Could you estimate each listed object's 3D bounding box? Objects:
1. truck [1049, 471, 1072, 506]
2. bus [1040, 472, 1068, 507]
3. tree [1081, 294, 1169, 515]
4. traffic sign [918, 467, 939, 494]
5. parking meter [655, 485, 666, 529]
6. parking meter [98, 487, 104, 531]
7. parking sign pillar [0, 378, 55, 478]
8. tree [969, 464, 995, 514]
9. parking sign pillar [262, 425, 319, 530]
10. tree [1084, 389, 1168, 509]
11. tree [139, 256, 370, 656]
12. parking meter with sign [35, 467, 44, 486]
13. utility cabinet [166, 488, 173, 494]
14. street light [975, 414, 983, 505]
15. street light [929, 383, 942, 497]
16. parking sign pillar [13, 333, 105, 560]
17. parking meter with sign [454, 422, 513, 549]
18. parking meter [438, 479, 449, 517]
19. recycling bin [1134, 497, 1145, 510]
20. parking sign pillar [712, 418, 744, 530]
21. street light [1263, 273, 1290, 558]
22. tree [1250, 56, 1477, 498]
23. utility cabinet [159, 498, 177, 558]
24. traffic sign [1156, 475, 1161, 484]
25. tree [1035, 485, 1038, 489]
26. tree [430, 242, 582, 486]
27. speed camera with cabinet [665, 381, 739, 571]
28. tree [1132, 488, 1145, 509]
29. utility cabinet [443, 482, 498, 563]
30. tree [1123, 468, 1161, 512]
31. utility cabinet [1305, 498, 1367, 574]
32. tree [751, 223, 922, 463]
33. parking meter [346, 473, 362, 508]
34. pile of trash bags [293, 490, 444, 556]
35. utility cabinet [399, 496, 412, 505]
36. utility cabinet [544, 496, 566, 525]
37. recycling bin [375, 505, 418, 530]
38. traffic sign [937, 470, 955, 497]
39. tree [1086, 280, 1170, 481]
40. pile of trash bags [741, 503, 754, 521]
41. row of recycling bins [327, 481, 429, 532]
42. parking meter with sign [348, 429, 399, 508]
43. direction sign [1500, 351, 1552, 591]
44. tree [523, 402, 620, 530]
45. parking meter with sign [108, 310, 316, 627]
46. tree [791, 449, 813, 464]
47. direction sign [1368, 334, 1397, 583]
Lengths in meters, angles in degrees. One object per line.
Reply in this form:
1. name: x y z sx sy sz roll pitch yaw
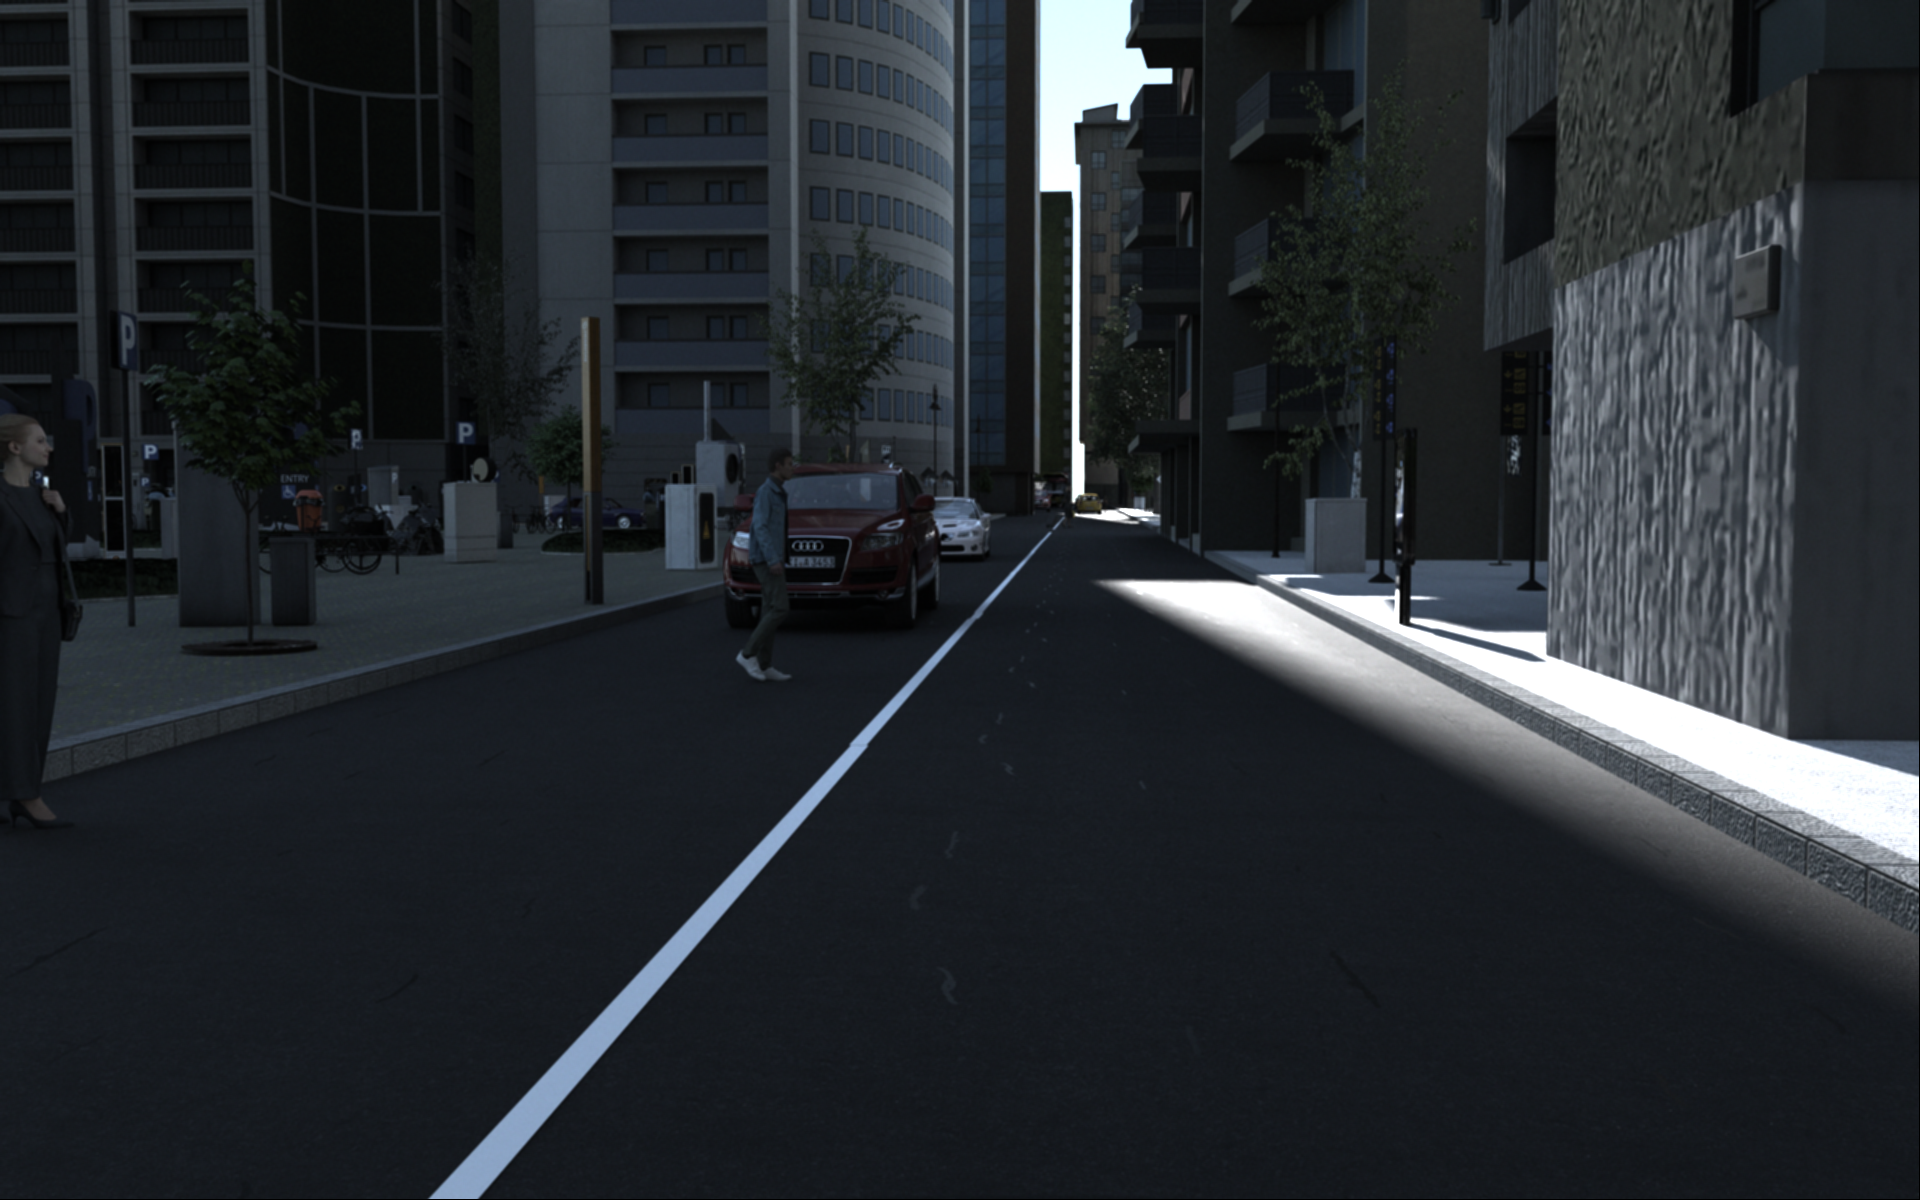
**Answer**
1. truck: 12.107 -13.501 209.653 2.839 4.237 11.283 0 4 6
2. bus: 10.771 -12.468 195.402 2.896 3.916 12.252 0 4 5
3. tree: 12.476 -12.331 108.270 9.857 13.997 8.962 0 3 0
4. traffic sign: -1.159 -3.678 63.785 0.795 2.450 0.064 0 4 4
5. parking meter: -8.192 -2.396 47.584 0.372 1.533 0.369 0 3 0
6. parking meter: -21.742 -2.147 43.521 0.372 1.533 0.369 0 3 0
7. parking sign pillar: -19.238 -2.817 34.523 1.447 3.967 1.447 0 4 1
8. tree: 1.643 -7.075 110.283 1.663 3.219 1.824 0 3 0
9. parking sign pillar: -16.885 -3.376 43.670 1.447 3.967 1.447 0 4 -4
10. tree: 14.246 -13.498 146.439 9.928 11.665 9.643 0 3 0
11. tree: -5.701 -1.197 14.178 1.663 3.219 1.824 0 3 0
12. parking meter with sign: -52.727 -6.328 99.724 0.543 3.016 1.738 1 4 20
13. utility cabinet: -29.619 -3.392 64.138 1.173 1.500 0.318 -1 4 -17
14. street light: 1.074 -7.751 99.510 0.468 5.910 1.993 0 4 4
15. street light: -1.029 -6.066 71.971 0.468 5.910 1.993 0 4 4
16. parking sign pillar: -15.218 -2.529 29.814 1.447 3.967 1.447 -1 4 -15
17. parking meter with sign: -11.310 -2.754 41.296 1.738 3.016 0.543 3 5 40
18. parking meter: -19.278 -3.609 64.717 0.399 1.863 0.255 -1 4 -11
19. recycling bin: 14.879 -8.002 143.387 0.722 1.027 0.722 2 4 33
20. parking sign pillar: -8.339 -4.512 62.241 1.447 3.967 1.447 2 4 31
21. street light: 6.393 -3.799 34.899 0.468 5.910 1.993 0 4 4
22. tree: 6.904 -4.878 30.110 4.737 8.622 4.395 0 3 0
23. utility cabinet: -13.780 -1.212 30.984 0.306 1.237 1.020 1 4 23
24. traffic sign: 8.435 -4.125 71.081 0.795 2.450 0.064 0 4 4
25. tree: 8.227 -12.955 206.419 1.663 3.219 1.824 0 3 0
26. tree: -13.602 -6.179 51.389 4.360 8.622 3.978 0 3 0
27. speed camera with cabinet: -4.395 -2.159 29.641 0.660 3.252 2.038 1 4 13
28. tree: 15.721 -9.685 152.953 1.663 3.219 1.824 0 3 0
29. utility cabinet: -9.188 -1.457 32.493 0.318 1.500 1.173 1 4 23
30. tree: 15.041 -9.482 138.740 4.285 4.588 4.351 0 3 0
31. utility cabinet: 6.105 -1.040 28.165 1.020 1.237 0.306 -2 4 -25
32. tree: -3.231 -5.882 46.540 4.737 8.622 4.395 0 3 0
33. parking meter: -16.854 -2.596 48.152 0.399 1.863 0.255 -1 4 -21
34. pile of trash bags: -12.690 -1.671 37.081 3.447 1.369 1.912 1 4 13
35. utility cabinet: -17.419 -2.578 53.316 1.020 1.237 0.306 -2 4 -24
36. utility cabinet: -17.023 -3.770 72.793 0.306 1.237 1.020 2 4 28
37. recycling bin: -12.836 -1.648 39.497 0.722 1.027 0.722 3 5 44
38. traffic sign: -0.585 -4.166 71.749 0.795 2.450 0.064 0 4 4
39. tree: 10.915 -10.516 88.949 9.611 12.733 9.660 0 3 0
40. pile of trash bags: -5.224 -2.593 52.156 1.912 1.369 3.447 -3 5 -40
41. row of recycling bins: -18.551 -2.945 55.260 3.534 1.692 1.069 1 4 13
42. parking meter with sign: -15.396 -3.058 46.253 1.738 3.016 0.543 1 4 14
43. direction sign: 7.639 -1.898 23.035 0.876 3.537 0.379 1 4 17
44. tree: -13.856 -4.774 61.761 4.285 4.588 4.351 0 3 0
45. parking meter with sign: -7.212 -1.257 16.816 1.738 3.016 0.543 0 4 -8
46. tree: -6.794 -4.823 73.456 1.663 3.219 1.824 0 3 0
47. direction sign: 6.119 -2.020 25.029 0.379 3.537 0.876 0 4 -5
